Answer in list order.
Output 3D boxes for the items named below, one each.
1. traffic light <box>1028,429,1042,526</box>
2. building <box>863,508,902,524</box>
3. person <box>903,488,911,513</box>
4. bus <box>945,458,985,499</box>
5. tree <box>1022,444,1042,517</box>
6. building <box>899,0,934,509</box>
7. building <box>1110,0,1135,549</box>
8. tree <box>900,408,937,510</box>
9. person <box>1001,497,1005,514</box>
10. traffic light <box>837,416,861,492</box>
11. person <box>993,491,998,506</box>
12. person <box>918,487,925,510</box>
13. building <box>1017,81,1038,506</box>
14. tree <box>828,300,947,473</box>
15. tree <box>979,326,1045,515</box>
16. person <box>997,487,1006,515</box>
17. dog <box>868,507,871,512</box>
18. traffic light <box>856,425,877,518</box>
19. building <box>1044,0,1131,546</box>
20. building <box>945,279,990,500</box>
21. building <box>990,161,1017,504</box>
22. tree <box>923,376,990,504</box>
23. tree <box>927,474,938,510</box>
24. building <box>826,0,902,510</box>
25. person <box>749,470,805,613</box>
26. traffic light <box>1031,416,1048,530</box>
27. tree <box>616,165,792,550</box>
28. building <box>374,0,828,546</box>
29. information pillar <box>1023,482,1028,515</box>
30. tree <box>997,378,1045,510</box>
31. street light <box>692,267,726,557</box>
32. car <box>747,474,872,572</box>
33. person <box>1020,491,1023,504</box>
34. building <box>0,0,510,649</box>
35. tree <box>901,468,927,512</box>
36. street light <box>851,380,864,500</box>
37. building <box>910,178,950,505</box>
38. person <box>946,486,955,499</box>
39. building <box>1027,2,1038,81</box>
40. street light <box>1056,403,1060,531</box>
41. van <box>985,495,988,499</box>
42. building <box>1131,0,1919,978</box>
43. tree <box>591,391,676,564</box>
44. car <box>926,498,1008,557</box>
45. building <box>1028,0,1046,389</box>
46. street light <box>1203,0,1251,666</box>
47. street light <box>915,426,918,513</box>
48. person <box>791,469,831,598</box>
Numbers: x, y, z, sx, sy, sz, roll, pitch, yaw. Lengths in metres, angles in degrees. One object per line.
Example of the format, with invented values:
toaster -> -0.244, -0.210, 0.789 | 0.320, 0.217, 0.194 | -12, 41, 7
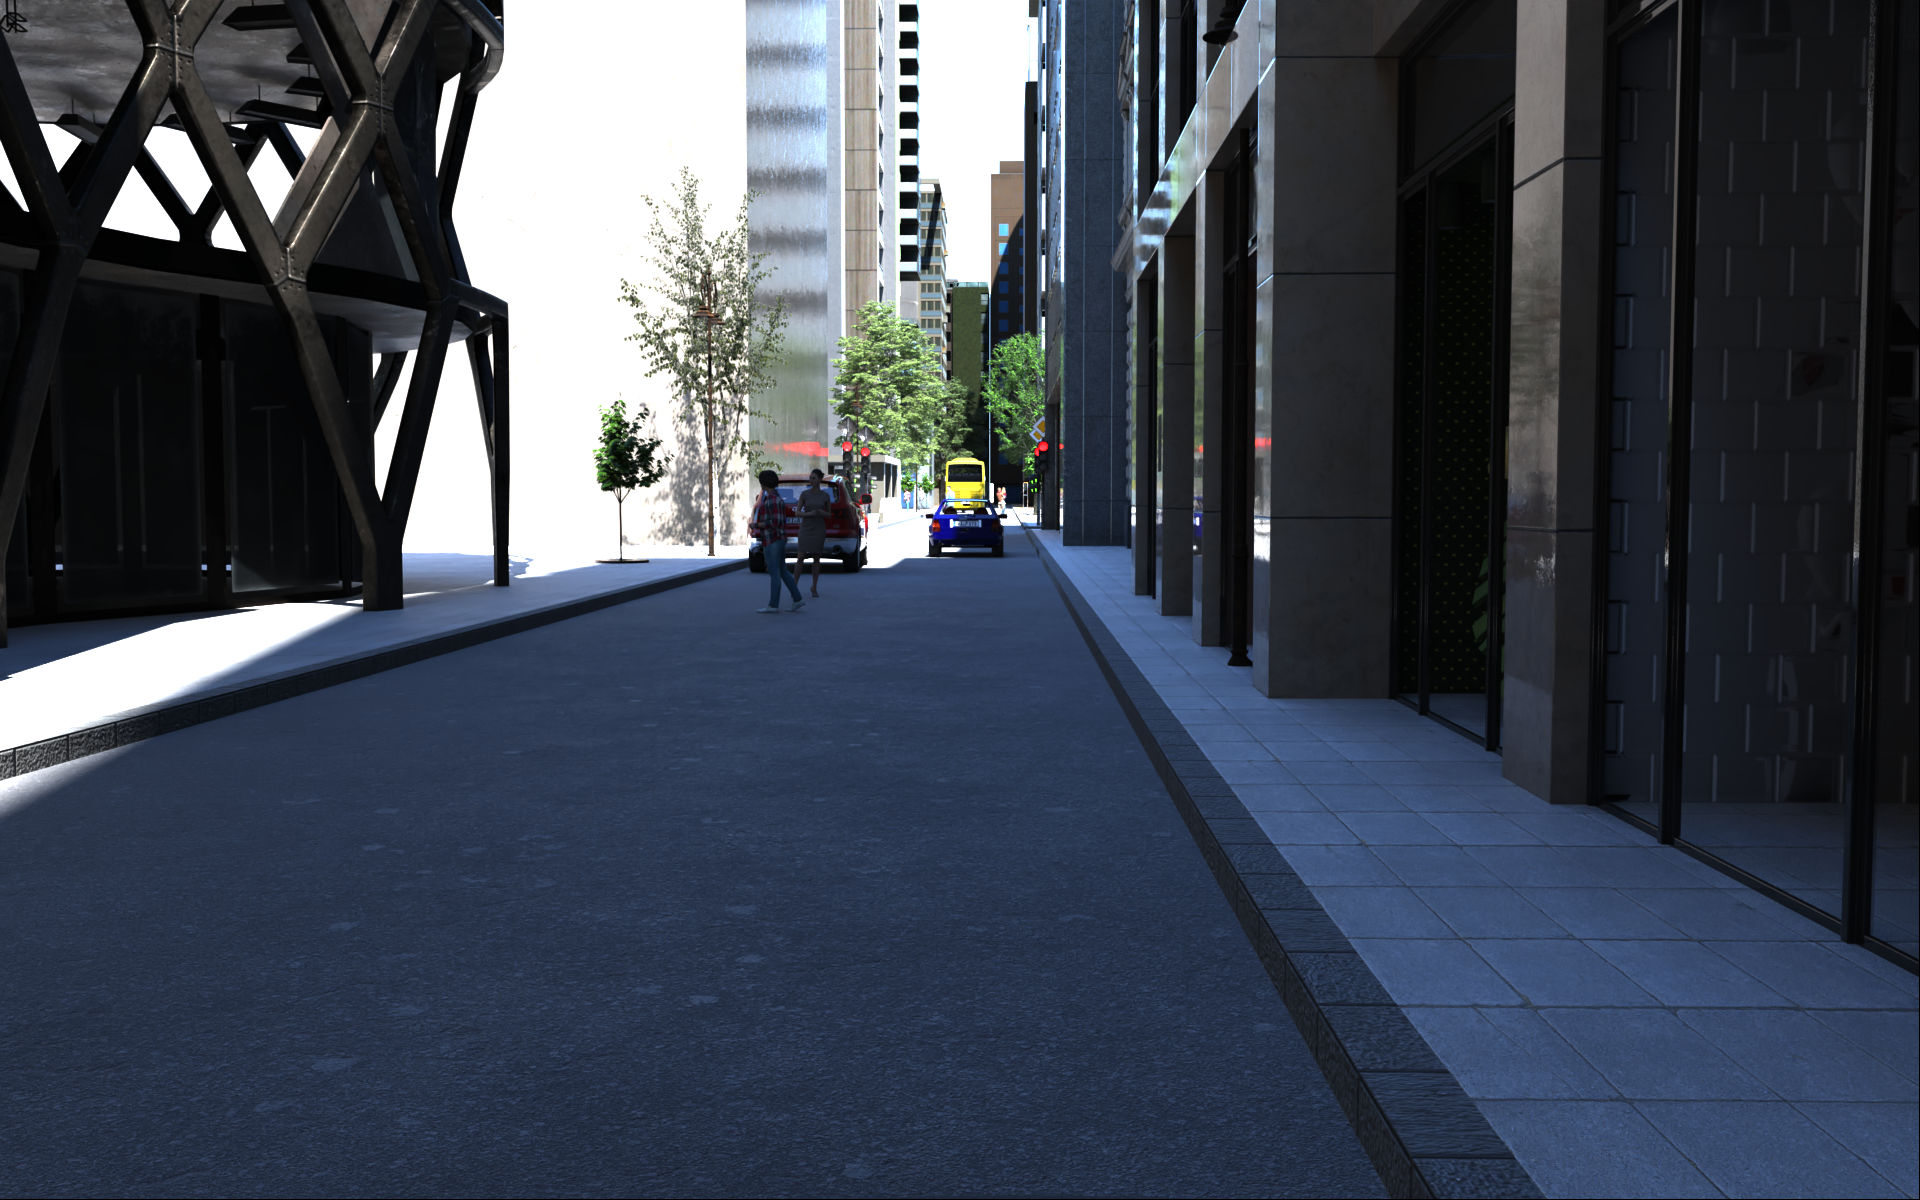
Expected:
traffic light -> 3.164, -4.964, 70.080 | 0.839, 4.253, 0.868 | 0, 4, 1
building -> -19.252, -23.812, 81.215 | 32.217, 40.220, 23.993 | 0, 4, 1
person -> -3.626, -6.864, 119.108 | 0.563, 1.720, 0.643 | 3, 5, 44
bus -> 0.350, -7.696, 117.374 | 2.896, 3.916, 12.252 | 0, 4, 0
tree -> 5.124, -6.912, 96.731 | 4.285, 4.588, 4.351 | 0, 3, 0
building -> -13.369, -51.784, 159.332 | 22.319, 86.520, 31.000 | 0, 4, 1
building -> 8.505, -12.411, 31.794 | 11.050, 23.489, 19.941 | 0, 4, 1
tree -> -3.702, -11.572, 139.568 | 4.737, 8.622, 4.395 | 0, 3, 0
person -> 2.402, -5.163, 97.602 | 0.332, 1.250, 0.352 | -2, 4, -35
traffic light -> -4.000, -4.486, 62.259 | 0.839, 4.253, 0.868 | 0, 4, 1
person -> 4.435, -12.123, 207.234 | 1.217, 1.766, 0.721 | -2, 4, -30
person -> -3.090, -8.018, 137.238 | 0.850, 1.850, 0.679 | -3, 5, -40
building -> 13.732, -32.705, 184.839 | 14.600, 45.320, 14.200 | 0, 4, 1
tree -> -4.334, -11.232, 101.771 | 7.486, 12.596, 7.792 | 0, 3, 0
tree -> 4.751, -10.914, 104.198 | 9.928, 11.665, 9.643 | 0, 3, 0
person -> 2.491, -5.812, 103.493 | 0.580, 1.828, 0.573 | 0, 4, -8
dog -> -5.393, -5.433, 105.656 | 0.406, 0.507, 0.540 | 3, 4, 36
traffic light -> -3.796, -4.974, 70.241 | 0.839, 4.253, 0.868 | 0, 4, 1
building -> 8.790, -14.289, 51.653 | 12.078, 24.808, 19.932 | 0, 4, 1
building -> -2.871, -28.370, 235.544 | 14.107, 30.474, 14.160 | 0, 4, 1
building -> 11.295, -35.798, 235.407 | 14.200, 45.320, 14.600 | 0, 4, 1
tree -> -1.727, -17.008, 184.734 | 9.857, 13.997, 8.962 | 0, 3, 0
tree -> -2.907, -9.138, 143.999 | 1.663, 3.219, 1.824 | 0, 3, 0
building -> -11.363, -26.357, 114.538 | 14.154, 41.232, 14.086 | 0, 4, 1
person -> -2.208, -0.707, 20.900 | 0.643, 1.720, 0.563 | 0, 4, 1
traffic light -> 2.959, -4.476, 62.097 | 0.839, 4.253, 0.868 | 0, 4, 1
tree -> -5.545, -5.417, 38.930 | 4.360, 8.622, 3.978 | 0, 3, 0
building -> -21.946, -15.136, 51.982 | 34.151, 26.468, 19.350 | 0, 4, 1
information pillar -> 4.109, -6.370, 108.636 | 0.304, 2.012, 0.304 | 0, 4, 2
tree -> 6.864, -12.715, 142.299 | 8.767, 10.594, 7.601 | 2, 4, 35
street light -> -5.101, -3.828, 35.378 | 0.468, 5.910, 1.993 | 0, 4, 1
car -> -2.858, -1.506, 33.300 | 2.281, 1.827, 5.304 | 0, 3, 0
person -> 7.879, -13.134, 221.697 | 0.530, 1.710, 0.541 | 0, 4, -7
building -> -14.303, -9.322, 19.862 | 16.820, 18.784, 16.811 | 0, 4, 1
tree -> -3.814, -8.138, 127.658 | 1.663, 3.219, 1.824 | 0, 3, 0
street light -> -4.171, -5.976, 70.495 | 0.468, 5.910, 1.993 | 0, 4, 1
building -> -13.362, -31.416, 205.524 | 23.993, 40.220, 32.217 | 0, 4, 1
person -> -0.453, -4.557, 82.868 | 0.638, 1.841, 0.748 | -2, 4, -34
building -> 18.531, -40.611, 205.996 | 21.231, 58.520, 28.212 | 0, 4, 1
street light -> 3.460, -5.383, 60.792 | 0.468, 5.910, 1.993 | 0, 4, 1
van -> 2.312, -12.212, 206.671 | 2.013, 2.044, 4.112 | 0, 4, 2
building -> 11.399, -12.239, 4.625 | 19.350, 26.468, 34.151 | 0, 4, 1
tree -> -6.389, -2.302, 32.242 | 1.663, 3.219, 1.824 | 0, 3, 0
car -> 0.150, -1.716, 40.644 | 1.945, 1.354, 3.894 | 0, 4, 1
building -> 20.934, -35.118, 163.415 | 28.713, 52.752, 27.495 | 0, 4, 1
street light -> 2.093, -2.447, 12.792 | 0.468, 5.910, 1.993 | 0, 4, 1
street light -> -2.968, -8.902, 118.342 | 0.468, 5.910, 1.993 | 0, 4, 1
person -> -2.064, -0.931, 24.061 | 0.599, 1.781, 0.374 | -1, 4, -13
